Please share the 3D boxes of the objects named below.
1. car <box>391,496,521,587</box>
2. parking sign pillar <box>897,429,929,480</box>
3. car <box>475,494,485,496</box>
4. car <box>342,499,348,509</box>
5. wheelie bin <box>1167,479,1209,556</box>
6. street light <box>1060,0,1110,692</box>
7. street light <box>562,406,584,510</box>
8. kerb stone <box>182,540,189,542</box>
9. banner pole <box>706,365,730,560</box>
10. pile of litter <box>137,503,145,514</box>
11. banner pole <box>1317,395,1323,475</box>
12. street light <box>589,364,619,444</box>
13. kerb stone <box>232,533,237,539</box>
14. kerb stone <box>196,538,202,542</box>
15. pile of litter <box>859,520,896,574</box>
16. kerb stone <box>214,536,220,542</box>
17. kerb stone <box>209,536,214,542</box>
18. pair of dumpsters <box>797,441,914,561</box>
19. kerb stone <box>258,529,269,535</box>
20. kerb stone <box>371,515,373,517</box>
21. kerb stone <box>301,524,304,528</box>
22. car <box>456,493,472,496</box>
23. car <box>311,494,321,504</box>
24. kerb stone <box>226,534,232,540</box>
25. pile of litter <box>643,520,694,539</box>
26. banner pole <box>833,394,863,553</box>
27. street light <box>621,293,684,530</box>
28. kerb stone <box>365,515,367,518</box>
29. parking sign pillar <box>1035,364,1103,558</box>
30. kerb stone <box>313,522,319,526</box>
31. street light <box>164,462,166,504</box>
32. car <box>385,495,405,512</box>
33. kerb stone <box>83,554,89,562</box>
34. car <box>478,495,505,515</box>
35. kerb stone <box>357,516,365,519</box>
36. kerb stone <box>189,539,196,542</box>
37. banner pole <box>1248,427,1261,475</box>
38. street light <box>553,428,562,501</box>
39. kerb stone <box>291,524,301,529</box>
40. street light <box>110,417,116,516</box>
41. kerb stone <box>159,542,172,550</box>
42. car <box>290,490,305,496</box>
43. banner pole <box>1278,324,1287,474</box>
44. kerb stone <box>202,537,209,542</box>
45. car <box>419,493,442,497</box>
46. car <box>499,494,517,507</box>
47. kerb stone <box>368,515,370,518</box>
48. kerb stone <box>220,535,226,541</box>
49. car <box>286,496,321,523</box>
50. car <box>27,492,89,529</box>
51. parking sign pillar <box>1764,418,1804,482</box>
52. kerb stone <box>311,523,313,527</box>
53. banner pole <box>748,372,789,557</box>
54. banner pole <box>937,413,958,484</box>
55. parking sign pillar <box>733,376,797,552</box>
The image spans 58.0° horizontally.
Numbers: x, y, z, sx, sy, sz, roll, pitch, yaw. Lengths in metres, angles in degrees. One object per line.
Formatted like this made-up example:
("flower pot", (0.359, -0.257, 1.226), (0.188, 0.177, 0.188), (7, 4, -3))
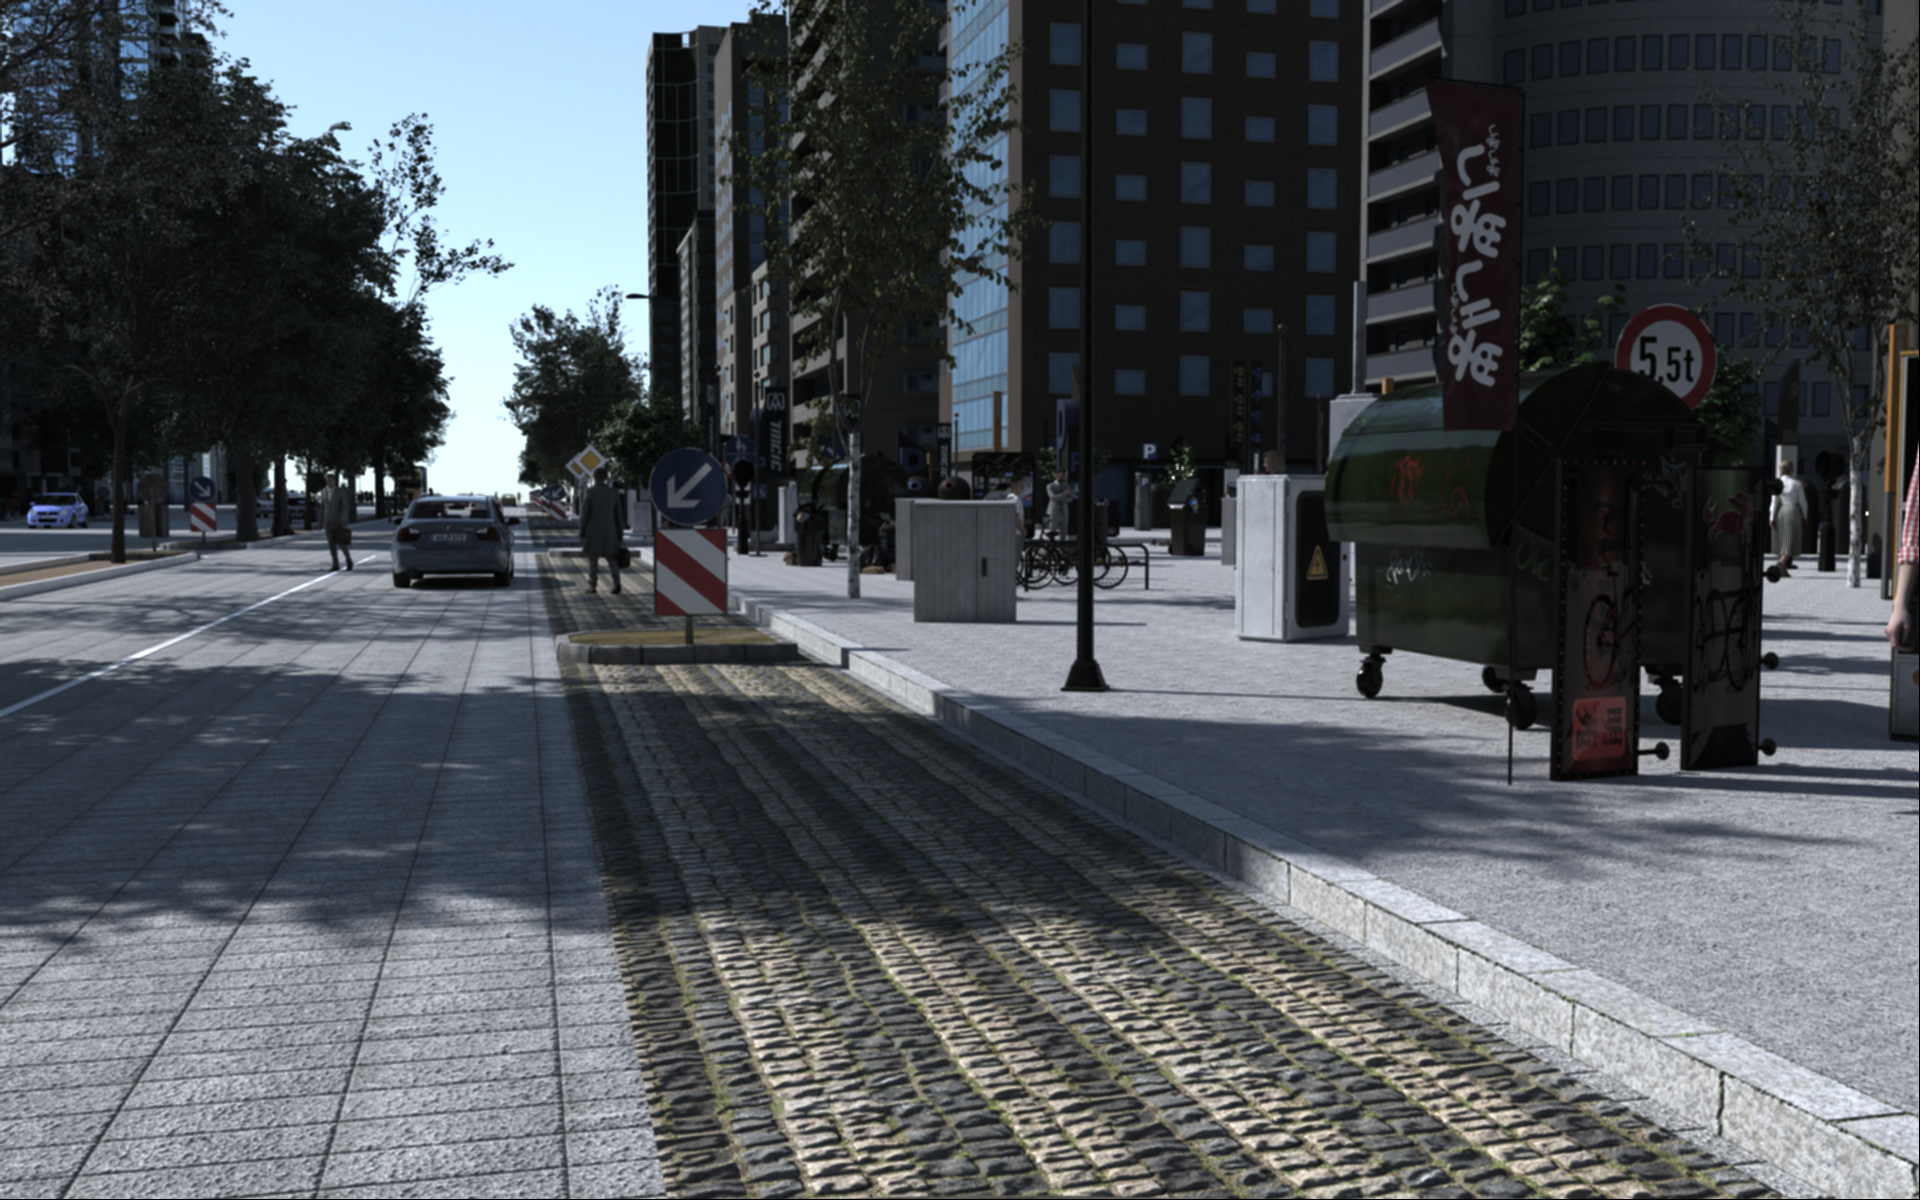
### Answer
("car", (-8.143, -0.978, 27.991), (2.014, 1.417, 4.499), (-1, 4, -13))
("parking sign pillar", (-1.962, -5.127, 72.298), (1.447, 3.967, 1.447), (-1, 4, -22))
("car", (-62.230, -13.018, 224.648), (2.131, 1.459, 4.920), (-1, 4, -16))
("car", (-52.130, -8.221, 144.642), (2.015, 1.641, 3.980), (-1, 4, -15))
("wheelie bin", (4.725, -1.712, 35.901), (0.693, 1.594, 0.980), (-2, 4, -30))
("street light", (0.295, -2.356, 11.056), (1.470, 5.913, 1.316), (-1, 4, -14))
("street light", (-20.015, -7.264, 91.304), (1.470, 5.913, 1.316), (-1, 4, -14))
("kerb stone", (-21.176, -1.520, 47.053), (0.120, 0.150, 1.000), (-1, 4, -14))
("banner pole", (-4.739, -2.655, 33.426), (0.401, 3.779, 0.863), (1, 4, 13))
("pile of litter", (-53.381, -6.092, 113.571), (1.176, 0.858, 1.719), (-1, 4, -17))
("banner pole", (9.125, -3.296, 43.899), (0.401, 3.779, 0.863), (1, 4, 19))
("street light", (-12.521, -5.468, 61.938), (1.470, 5.913, 1.316), (-1, 4, -14))
("kerb stone", (-23.176, -2.005, 54.985), (0.120, 0.150, 1.000), (-1, 4, -14))
("kerb stone", (-21.678, -1.636, 49.035), (0.120, 0.150, 1.000), (-1, 4, -14))
("pile of litter", (-0.967, -0.876, 28.286), (1.719, 0.858, 1.176), (-1, 4, -15))
("kerb stone", (-22.438, -1.823, 52.008), (0.120, 0.150, 1.000), (-1, 4, -14))
("kerb stone", (-22.188, -1.758, 51.018), (0.120, 0.150, 1.000), (-1, 4, -14))
("pair of dumpsters", (-2.050, -1.898, 33.530), (1.574, 2.255, 4.437), (-1, 4, -14))
("kerb stone", (-24.945, -2.427, 61.941), (0.120, 0.150, 1.000), (-1, 4, -14))
("kerb stone", (-35.752, -5.044, 104.661), (0.120, 0.150, 1.000), (-1, 4, -14))
("kerb stone", (-27.460, -3.039, 71.881), (0.120, 0.150, 1.000), (-1, 4, -14))
("car", (-46.718, -9.426, 163.157), (2.155, 1.783, 4.494), (-1, 4, -13))
("car", (-67.121, -10.355, 179.534), (2.015, 1.641, 3.980), (-1, 4, -13))
("kerb stone", (-22.935, -1.943, 53.991), (0.120, 0.150, 1.000), (-1, 4, -14))
("pile of litter", (-8.246, -2.175, 49.521), (1.719, 0.858, 1.176), (-1, 4, -12))
("banner pole", (-2.523, -2.939, 38.065), (0.863, 3.779, 0.401), (0, 4, -1))
("street light", (-7.053, -4.150, 40.386), (1.470, 5.913, 1.316), (-1, 4, -14))
("kerb stone", (-34.744, -4.794, 100.689), (0.120, 0.150, 1.000), (-1, 4, -14))
("parking sign pillar", (2.297, -2.857, 35.190), (1.447, 3.967, 1.447), (0, 4, -5))
("kerb stone", (-28.970, -3.404, 77.847), (0.120, 0.150, 1.000), (-1, 4, -14))
("street light", (-52.881, -8.797, 116.369), (1.470, 5.913, 1.316), (-1, 4, -14))
("car", (-46.827, -7.968, 142.862), (1.945, 1.354, 3.894), (-1, 4, -13))
("kerb stone", (-18.522, -0.876, 36.549), (0.120, 0.150, 1.000), (-1, 4, -14))
("car", (-27.282, -5.346, 99.765), (2.083, 1.381, 4.827), (-1, 4, -14))
("kerb stone", (-34.496, -4.738, 99.690), (0.120, 0.150, 1.000), (-1, 4, -14))
("kerb stone", (-21.421, -1.581, 48.045), (0.120, 0.150, 1.000), (-1, 4, -14))
("banner pole", (10.764, -4.497, 63.535), (0.401, 3.779, 0.863), (-2, 4, -30))
("street light", (-27.422, -9.057, 120.620), (1.470, 5.913, 1.316), (-1, 4, -14))
("kerb stone", (-27.207, -2.976, 70.890), (0.120, 0.150, 1.000), (-1, 4, -14))
("street light", (-49.192, -7.899, 101.692), (1.470, 5.913, 1.316), (-1, 4, -14))
("kerb stone", (-20.672, -1.399, 45.067), (0.120, 0.150, 1.000), (-1, 4, -14))
("car", (-43.580, -6.351, 113.424), (1.945, 1.707, 3.694), (-1, 4, -15))
("banner pole", (4.802, -2.191, 25.838), (0.401, 3.779, 0.863), (1, 4, 14))
("kerb stone", (-21.929, -1.702, 50.029), (0.120, 0.150, 1.000), (-1, 4, -14))
("car", (-33.711, -6.204, 110.474), (2.155, 1.783, 4.494), (-1, 4, -13))
("car", (-50.013, -11.100, 191.712), (2.015, 1.641, 3.980), (-1, 4, -16))
("kerb stone", (-35.249, -4.922, 102.671), (0.120, 0.150, 1.000), (-1, 4, -14))
("kerb stone", (-22.681, -1.883, 53.001), (0.120, 0.150, 1.000), (-1, 4, -14))
("car", (-32.425, -4.443, 85.218), (1.945, 1.354, 3.894), (-1, 4, -15))
("car", (-37.629, -3.833, 72.257), (1.945, 1.707, 3.694), (-1, 4, -15))
("parking sign pillar", (29.064, -4.443, 61.110), (1.447, 3.967, 1.447), (-1, 4, -9))
("kerb stone", (-28.205, -3.218, 74.865), (0.120, 0.150, 1.000), (-1, 4, -14))
("banner pole", (-3.923, -2.782, 35.507), (0.863, 3.779, 0.401), (0, 4, 5))
("banner pole", (-0.334, -3.880, 53.456), (0.863, 3.779, 0.401), (-1, 4, -16))
("parking sign pillar", (-4.412, -3.096, 39.090), (1.447, 3.967, 1.447), (0, 4, 4))
